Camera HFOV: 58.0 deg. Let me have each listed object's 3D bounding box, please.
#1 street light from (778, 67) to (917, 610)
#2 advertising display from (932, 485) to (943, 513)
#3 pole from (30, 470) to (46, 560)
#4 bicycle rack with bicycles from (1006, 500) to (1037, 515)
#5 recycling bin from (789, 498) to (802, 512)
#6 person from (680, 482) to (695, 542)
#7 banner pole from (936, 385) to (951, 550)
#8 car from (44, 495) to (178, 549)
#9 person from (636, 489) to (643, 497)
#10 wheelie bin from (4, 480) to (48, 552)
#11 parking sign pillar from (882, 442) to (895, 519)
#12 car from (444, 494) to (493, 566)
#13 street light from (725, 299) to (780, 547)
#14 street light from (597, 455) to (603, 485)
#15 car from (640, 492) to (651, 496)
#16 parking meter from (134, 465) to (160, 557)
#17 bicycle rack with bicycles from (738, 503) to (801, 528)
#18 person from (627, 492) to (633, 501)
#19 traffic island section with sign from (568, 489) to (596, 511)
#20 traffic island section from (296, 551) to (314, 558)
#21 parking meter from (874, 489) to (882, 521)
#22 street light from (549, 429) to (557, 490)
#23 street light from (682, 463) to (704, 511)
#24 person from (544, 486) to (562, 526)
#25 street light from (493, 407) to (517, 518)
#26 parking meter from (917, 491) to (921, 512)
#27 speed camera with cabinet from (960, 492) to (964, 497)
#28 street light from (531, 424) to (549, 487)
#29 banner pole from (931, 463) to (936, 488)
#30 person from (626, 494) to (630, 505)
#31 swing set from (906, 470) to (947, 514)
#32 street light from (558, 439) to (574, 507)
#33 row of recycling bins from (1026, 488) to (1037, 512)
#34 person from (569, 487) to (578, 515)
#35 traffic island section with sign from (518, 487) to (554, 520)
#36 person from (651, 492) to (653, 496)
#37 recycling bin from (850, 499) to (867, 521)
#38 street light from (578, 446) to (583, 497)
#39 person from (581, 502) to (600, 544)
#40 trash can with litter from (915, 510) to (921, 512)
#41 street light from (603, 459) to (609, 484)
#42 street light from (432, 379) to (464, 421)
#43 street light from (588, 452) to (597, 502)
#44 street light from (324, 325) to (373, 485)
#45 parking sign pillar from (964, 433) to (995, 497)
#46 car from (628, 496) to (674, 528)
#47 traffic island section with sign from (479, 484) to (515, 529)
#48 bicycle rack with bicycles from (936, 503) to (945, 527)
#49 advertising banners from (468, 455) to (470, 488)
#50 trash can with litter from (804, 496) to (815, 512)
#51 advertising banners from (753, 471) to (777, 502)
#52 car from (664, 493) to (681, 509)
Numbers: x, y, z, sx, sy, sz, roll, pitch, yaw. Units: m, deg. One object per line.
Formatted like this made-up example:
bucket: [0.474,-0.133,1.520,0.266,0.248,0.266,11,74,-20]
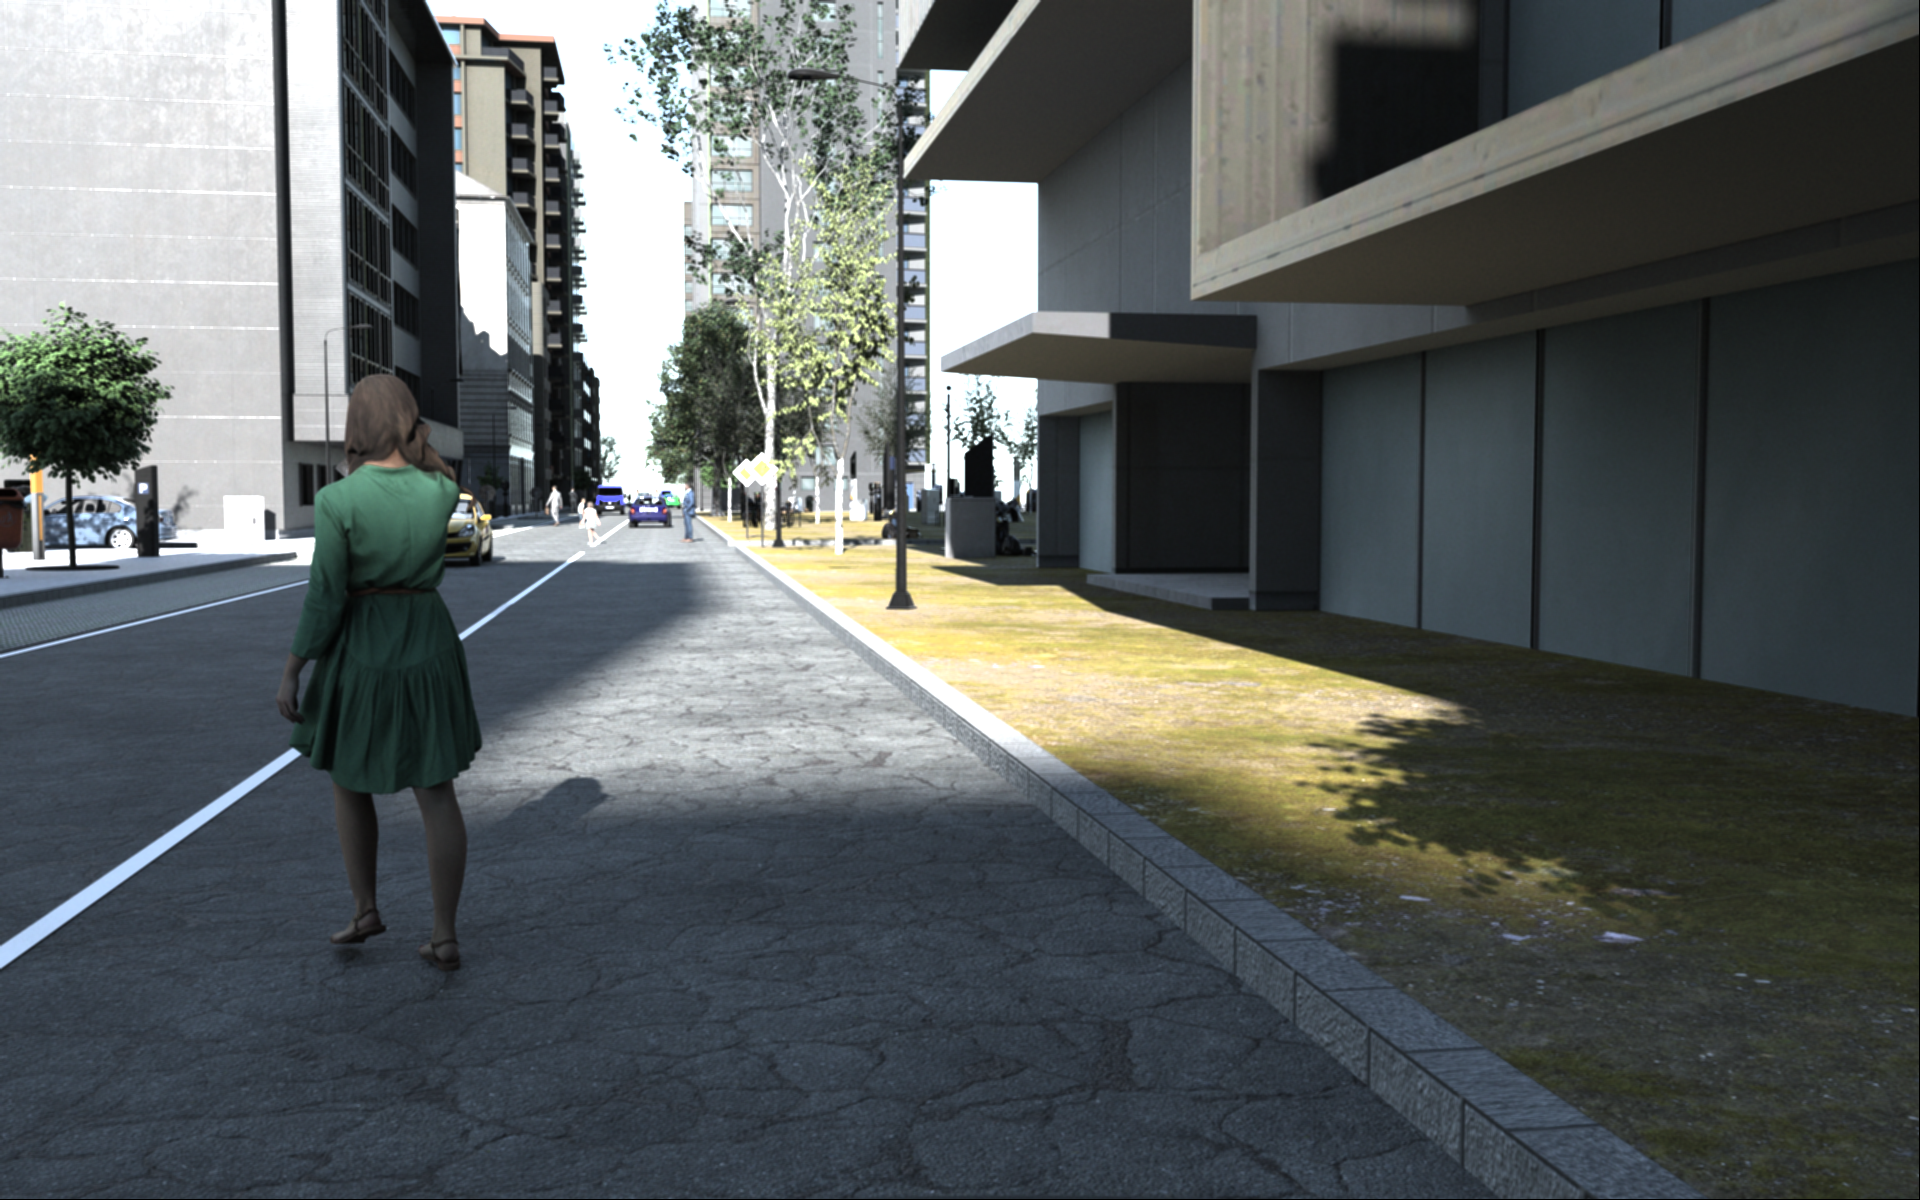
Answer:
street light: [-1.190,-2.849,19.127,1.470,5.913,1.316,-1,4,-10]
advertising display: [-1.532,-6.889,117.853,0.123,1.923,0.974,-3,5,-42]
pole: [-17.848,-2.424,33.469,0.158,3.312,0.155,0,3,0]
bicycle rack with bicycles: [3.320,-5.794,108.119,2.852,0.926,2.925,-2,4,-35]
recycling bin: [-11.795,-6.818,124.033,0.722,1.027,0.722,1,4,20]
person: [-8.126,-2.639,51.833,0.419,1.800,0.721,-1,4,-21]
banner pole: [-0.272,-3.065,40.135,0.401,3.779,0.863,0,4,-3]
car: [-22.194,-1.934,43.623,4.499,1.417,2.014,-1,4,-8]
person: [-21.831,-6.661,117.762,0.721,1.781,0.623,-2,4,-32]
wheelie bin: [-20.737,-1.862,38.346,0.980,1.594,0.693,-2,4,-27]
parking sign pillar: [-3.678,-6.191,89.695,1.447,3.967,1.447,-1,4,-11]
car: [-10.615,-1.551,35.587,2.015,1.641,3.980,-1,4,-10]
street light: [-4.903,-4.219,41.517,1.470,5.913,1.316,-1,4,-10]
street light: [-43.377,-14.216,204.977,1.470,5.913,1.316,-1,4,-10]
car: [-50.418,-16.409,276.963,2.281,1.827,5.304,-1,4,-11]
parking meter: [-16.655,-1.820,35.461,0.399,1.863,0.255,0,4,4]
bicycle rack with bicycles: [-7.441,-3.280,67.005,2.852,0.926,2.925,1,4,10]
person: [-50.290,-15.577,263.898,0.721,1.735,1.217,2,4,32]
traffic island section with sign: [-32.054,-8.422,146.331,1.989,1.847,2.006,-1,4,-10]
traffic island section: [-14.042,-1.090,40.106,2.009,0.180,2.903,-1,4,-10]
parking meter: [-3.952,-4.578,83.261,0.372,1.533,0.369,0,3,0]
street light: [-29.598,-9.219,123.272,1.470,5.913,1.316,-1,4,-10]
street light: [-20.165,-9.716,131.391,1.470,5.913,1.316,-1,4,-10]
person: [-18.251,-4.241,77.955,0.853,1.813,0.709,2,4,32]
street light: [-24.226,-7.316,92.165,1.470,5.913,1.316,-1,4,-10]
parking meter: [-2.962,-7.184,125.861,0.372,1.533,0.369,0,3,0]
speed camera with cabinet: [0.360,-7.209,112.197,2.038,3.252,0.660,-1,4,-22]
street light: [-28.124,-8.674,114.360,1.470,5.913,1.316,-1,4,-10]
banner pole: [-1.760,-8.065,121.882,0.401,3.779,0.863,-3,5,-40]
person: [-44.376,-13.448,231.636,0.557,1.426,1.065,1,4,14]
swing set: [-2.344,-7.162,114.714,3.119,2.851,2.862,0,4,-5]
street light: [-33.360,-10.578,145.490,1.470,5.913,1.316,-1,4,-10]
row of recycling bins: [5.864,-7.234,125.389,1.069,1.692,3.534,-2,4,-26]
person: [-26.838,-6.878,120.312,0.648,1.900,0.474,0,4,1]
traffic island section with sign: [-23.708,-5.414,97.141,1.989,1.847,2.006,-1,4,-10]
person: [-45.797,-15.150,256.925,0.721,1.743,1.217,0,4,-1]
recycling bin: [-4.920,-4.371,84.013,0.722,1.027,0.722,1,4,9]
street light: [-37.208,-11.948,167.885,1.470,5.913,1.316,-1,4,-10]
person: [-10.512,-2.188,49.293,0.505,1.210,0.382,-3,5,-43]
trash can with litter: [-2.342,-6.925,124.285,1.678,1.210,2.233,-3,5,-41]
street light: [-47.197,-15.575,227.185,1.470,5.913,1.316,-1,4,-10]
street light: [-20.620,-5.943,69.702,1.470,5.913,1.316,-1,4,-10]
street light: [-40.898,-13.307,190.115,1.470,5.913,1.316,-1,4,-10]
street light: [-16.782,-4.584,47.497,1.470,5.913,1.316,-1,4,-10]
parking sign pillar: [0.861,-5.409,76.902,1.447,3.967,1.447,1,4,14]
car: [-13.422,-3.824,75.106,1.945,1.354,3.894,0,4,-8]
traffic island section with sign: [-19.222,-3.788,70.561,1.989,1.847,2.006,-1,4,-10]
bicycle rack with bicycles: [0.113,-3.392,68.845,2.852,0.926,2.925,0,4,-3]
advertising banners: [-21.739,-4.926,76.725,0.090,3.025,2.074,-1,4,-16]
trash can with litter: [-10.582,-6.740,121.584,0.624,1.170,1.055,1,4,10]
advertising banners: [-13.667,-7.733,122.620,2.074,3.025,0.090,1,4,18]
car: [-28.099,-9.770,168.539,1.959,1.807,4.718,-1,4,-11]
